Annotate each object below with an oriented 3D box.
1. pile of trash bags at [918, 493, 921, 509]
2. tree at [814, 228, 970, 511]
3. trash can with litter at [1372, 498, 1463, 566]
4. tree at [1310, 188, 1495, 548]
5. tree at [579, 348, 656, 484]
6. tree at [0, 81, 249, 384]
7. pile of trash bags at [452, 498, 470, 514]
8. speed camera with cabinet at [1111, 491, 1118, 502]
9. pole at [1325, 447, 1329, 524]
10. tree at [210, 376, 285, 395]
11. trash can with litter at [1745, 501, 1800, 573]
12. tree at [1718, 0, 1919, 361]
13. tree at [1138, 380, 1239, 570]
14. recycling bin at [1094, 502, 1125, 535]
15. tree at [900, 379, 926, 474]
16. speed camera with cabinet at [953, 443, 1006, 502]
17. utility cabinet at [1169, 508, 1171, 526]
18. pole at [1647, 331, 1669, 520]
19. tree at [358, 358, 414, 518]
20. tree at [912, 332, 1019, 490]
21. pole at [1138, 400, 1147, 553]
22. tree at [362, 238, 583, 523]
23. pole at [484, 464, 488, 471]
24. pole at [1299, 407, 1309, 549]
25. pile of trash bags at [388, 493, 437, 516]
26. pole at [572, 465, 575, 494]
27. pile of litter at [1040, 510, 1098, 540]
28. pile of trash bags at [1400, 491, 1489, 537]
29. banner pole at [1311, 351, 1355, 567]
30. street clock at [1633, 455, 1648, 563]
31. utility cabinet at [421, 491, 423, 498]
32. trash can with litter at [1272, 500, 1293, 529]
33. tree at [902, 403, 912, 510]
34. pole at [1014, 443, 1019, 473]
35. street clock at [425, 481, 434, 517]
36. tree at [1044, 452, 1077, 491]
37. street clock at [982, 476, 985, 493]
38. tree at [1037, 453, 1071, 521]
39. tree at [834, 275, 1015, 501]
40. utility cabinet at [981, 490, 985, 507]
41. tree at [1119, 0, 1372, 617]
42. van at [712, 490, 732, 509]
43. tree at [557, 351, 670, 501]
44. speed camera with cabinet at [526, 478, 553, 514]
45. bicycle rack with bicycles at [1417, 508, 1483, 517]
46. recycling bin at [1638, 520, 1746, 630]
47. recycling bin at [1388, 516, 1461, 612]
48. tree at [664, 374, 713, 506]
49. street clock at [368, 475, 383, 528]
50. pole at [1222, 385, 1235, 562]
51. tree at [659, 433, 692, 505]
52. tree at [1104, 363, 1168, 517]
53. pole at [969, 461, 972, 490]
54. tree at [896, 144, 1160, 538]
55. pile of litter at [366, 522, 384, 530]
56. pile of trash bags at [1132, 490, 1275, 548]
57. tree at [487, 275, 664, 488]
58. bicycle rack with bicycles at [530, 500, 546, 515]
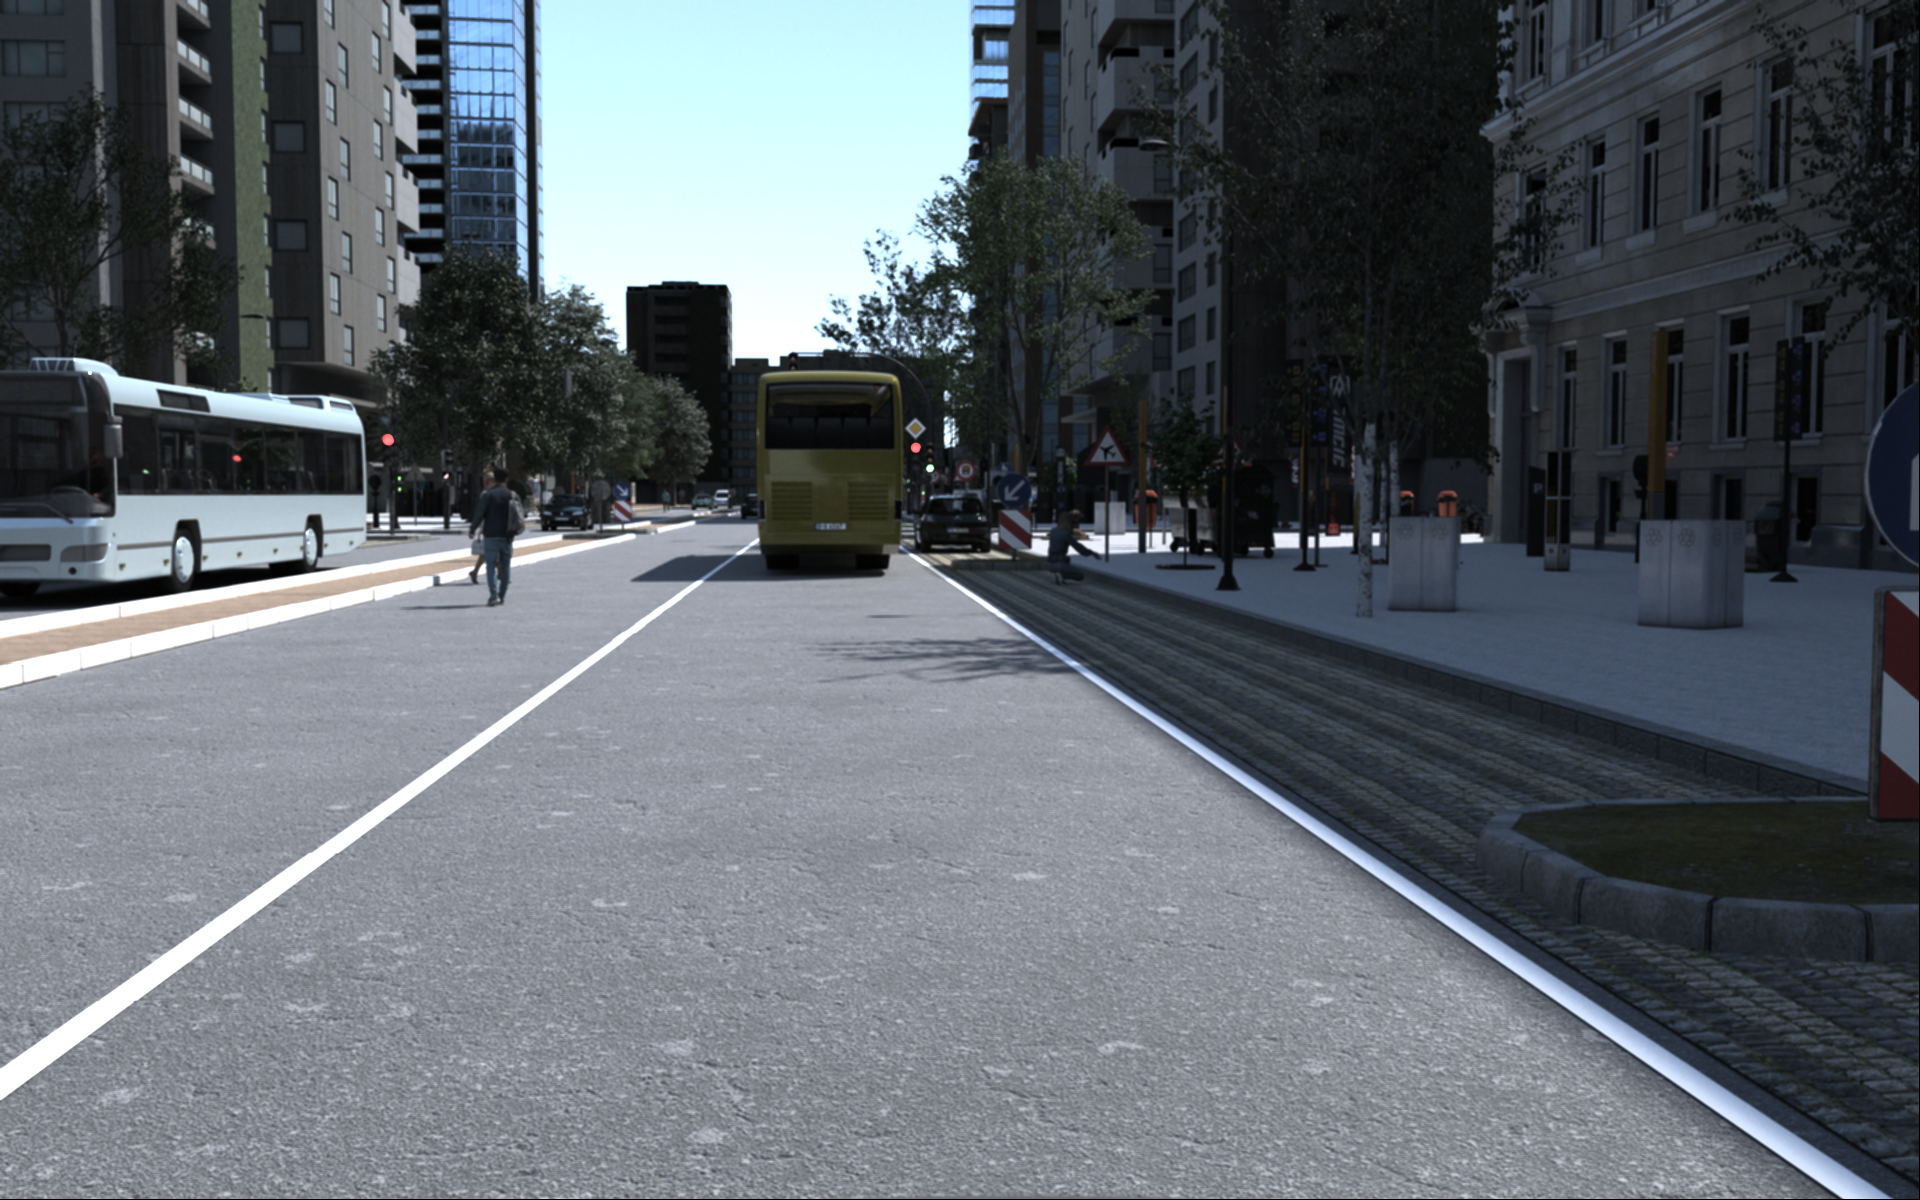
[{"bbox_3d":[-2.949,-7.606,134.116,1.912,1.369,3.447,0,4,-4],"label":"pile of trash bags"},{"bbox_3d":[-5.387,-16.544,126.384,12.611,20.169,13.585,0,3,0],"label":"tree"},{"bbox_3d":[8.418,-1.261,31.682,2.233,1.210,1.678,-2,4,-24],"label":"trash can with litter"},{"bbox_3d":[10.385,-5.564,41.341,4.737,8.622,4.395,0,3,0],"label":"tree"},{"bbox_3d":[-26.906,-13.224,134.332,7.486,12.596,7.792,0,3,0],"label":"tree"},{"bbox_3d":[-19.418,-6.363,38.450,8.767,10.594,7.601,1,4,20],"label":"tree"},{"bbox_3d":[-33.320,-6.375,113.982,1.912,1.369,3.447,-2,4,-35],"label":"pile of trash bags"},{"bbox_3d":[6.949,-5.691,87.389,2.038,3.252,0.660,2,4,35],"label":"speed camera with cabinet"},{"bbox_3d":[14.885,-4.671,70.213,0.158,3.312,0.155,0,3,0],"label":"pole"},{"bbox_3d":[-19.886,-3.936,48.072,4.285,4.588,4.351,0,3,0],"label":"tree"},{"bbox_3d":[13.291,-1.046,28.482,1.055,1.170,0.624,-3,5,-41],"label":"trash can with litter"},{"bbox_3d":[11.134,-4.239,19.667,4.360,8.622,3.978,0,3,0],"label":"tree"},{"bbox_3d":[3.875,-2.140,29.589,1.663,3.219,1.824,0,3,0],"label":"tree"},{"bbox_3d":[4.738,-2.581,54.752,0.722,1.027,0.722,-3,5,-41],"label":"recycling bin"},{"bbox_3d":[-7.943,-16.902,182.999,9.857,13.997,8.962,0,3,0],"label":"tree"},{"bbox_3d":[0.758,-4.430,66.763,2.038,3.252,0.660,-2,4,-27],"label":"speed camera with cabinet"},{"bbox_3d":[8.417,-3.626,67.959,0.318,1.500,1.173,0,4,1],"label":"utility cabinet"},{"bbox_3d":[8.793,-1.713,21.856,0.158,3.312,0.155,0,3,0],"label":"pole"},{"bbox_3d":[-29.341,-8.528,89.797,4.360,8.622,3.978,0,3,0],"label":"tree"},{"bbox_3d":[0.586,-7.904,79.585,4.737,8.622,4.395,0,3,0],"label":"tree"},{"bbox_3d":[3.982,-2.687,37.769,0.158,3.312,0.155,0,3,0],"label":"pole"},{"bbox_3d":[-21.714,-9.826,77.665,9.611,12.733,9.660,0,3,0],"label":"tree"},{"bbox_3d":[-29.891,-7.061,109.286,0.158,3.312,0.155,0,3,0],"label":"pole"},{"bbox_3d":[8.091,-2.865,40.678,0.158,3.312,0.155,0,3,0],"label":"pole"},{"bbox_3d":[-32.366,-5.725,103.363,3.447,1.369,1.912,-1,4,-9],"label":"pile of trash bags"},{"bbox_3d":[-25.385,-7.329,113.677,0.158,3.312,0.155,0,3,0],"label":"pole"},{"bbox_3d":[3.080,-2.102,48.338,1.719,0.858,1.176,3,5,42],"label":"pile of litter"},{"bbox_3d":[15.787,-2.852,56.375,3.447,1.369,1.912,-1,4,-12],"label":"pile of trash bags"},{"bbox_3d":[6.493,-2.468,30.362,0.863,3.779,0.401,2,4,35],"label":"banner pole"},{"bbox_3d":[12.664,-1.683,32.093,0.471,2.002,0.358,-3,5,-44],"label":"street clock"},{"bbox_3d":[-40.435,-7.420,129.994,1.173,1.500,0.318,1,4,9],"label":"utility cabinet"},{"bbox_3d":[11.814,-3.246,64.465,1.055,1.170,0.624,-1,4,-16],"label":"trash can with litter"},{"bbox_3d":[-3.171,-9.827,111.026,4.737,8.622,4.395,0,3,0],"label":"tree"},{"bbox_3d":[2.229,-4.581,68.736,0.158,3.312,0.155,0,3,0],"label":"pole"},{"bbox_3d":[-29.692,-5.670,97.269,0.358,2.002,0.471,-1,4,-23],"label":"street clock"},{"bbox_3d":[8.173,-9.125,132.911,4.285,4.588,4.351,0,3,0],"label":"tree"},{"bbox_3d":[1.097,-4.017,70.249,0.358,2.002,0.471,2,4,34],"label":"street clock"},{"bbox_3d":[4.467,-5.310,81.419,1.663,3.219,1.824,0,3,0],"label":"tree"},{"bbox_3d":[-1.982,-11.427,97.195,12.009,13.543,11.850,0,3,0],"label":"tree"},{"bbox_3d":[1.199,-4.681,85.209,0.318,1.500,1.173,3,5,42],"label":"utility cabinet"},{"bbox_3d":[4.102,-4.140,18.057,4.360,8.622,3.978,0,3,0],"label":"tree"},{"bbox_3d":[-23.585,-10.099,172.137,2.013,2.044,4.112,0,4,-5],"label":"van"},{"bbox_3d":[-25.967,-12.058,122.905,9.928,11.665,9.643,0,3,0],"label":"tree"},{"bbox_3d":[-27.642,-7.339,114.334,0.660,3.252,2.038,3,4,38],"label":"speed camera with cabinet"},{"bbox_3d":[18.893,-3.207,65.816,2.925,0.926,2.852,1,4,19],"label":"bicycle rack with bicycles"},{"bbox_3d":[7.096,-0.260,16.804,0.722,1.027,0.722,-3,4,-36],"label":"recycling bin"},{"bbox_3d":[5.160,-0.408,19.229,0.722,1.027,0.722,1,4,20],"label":"recycling bin"},{"bbox_3d":[-30.282,-16.851,182.173,9.857,13.997,8.962,0,3,0],"label":"tree"},{"bbox_3d":[-21.978,-3.706,65.155,0.471,2.002,0.358,0,4,-3],"label":"street clock"},{"bbox_3d":[5.042,-2.367,32.539,0.158,3.312,0.155,0,3,0],"label":"pole"},{"bbox_3d":[-33.348,-15.665,206.482,4.360,8.622,3.978,0,3,0],"label":"tree"},{"bbox_3d":[9.800,-8.889,95.701,4.737,8.622,4.395,0,3,0],"label":"tree"},{"bbox_3d":[0.670,-6.997,108.243,0.158,3.312,0.155,0,3,0],"label":"pole"},{"bbox_3d":[1.995,-7.638,50.644,9.928,11.665,9.643,0,3,0],"label":"tree"},{"bbox_3d":[-21.565,-2.944,62.093,1.719,0.858,1.176,-1,4,-10],"label":"pile of litter"},{"bbox_3d":[5.752,-1.954,41.693,3.447,1.369,1.912,-1,4,-20],"label":"pile of trash bags"},{"bbox_3d":[-23.823,-11.979,102.513,9.857,13.997,8.962,0,3,0],"label":"tree"},{"bbox_3d":[-25.029,-5.816,108.469,2.925,0.926,2.852,2,4,31],"label":"bicycle rack with bicycles"}]
